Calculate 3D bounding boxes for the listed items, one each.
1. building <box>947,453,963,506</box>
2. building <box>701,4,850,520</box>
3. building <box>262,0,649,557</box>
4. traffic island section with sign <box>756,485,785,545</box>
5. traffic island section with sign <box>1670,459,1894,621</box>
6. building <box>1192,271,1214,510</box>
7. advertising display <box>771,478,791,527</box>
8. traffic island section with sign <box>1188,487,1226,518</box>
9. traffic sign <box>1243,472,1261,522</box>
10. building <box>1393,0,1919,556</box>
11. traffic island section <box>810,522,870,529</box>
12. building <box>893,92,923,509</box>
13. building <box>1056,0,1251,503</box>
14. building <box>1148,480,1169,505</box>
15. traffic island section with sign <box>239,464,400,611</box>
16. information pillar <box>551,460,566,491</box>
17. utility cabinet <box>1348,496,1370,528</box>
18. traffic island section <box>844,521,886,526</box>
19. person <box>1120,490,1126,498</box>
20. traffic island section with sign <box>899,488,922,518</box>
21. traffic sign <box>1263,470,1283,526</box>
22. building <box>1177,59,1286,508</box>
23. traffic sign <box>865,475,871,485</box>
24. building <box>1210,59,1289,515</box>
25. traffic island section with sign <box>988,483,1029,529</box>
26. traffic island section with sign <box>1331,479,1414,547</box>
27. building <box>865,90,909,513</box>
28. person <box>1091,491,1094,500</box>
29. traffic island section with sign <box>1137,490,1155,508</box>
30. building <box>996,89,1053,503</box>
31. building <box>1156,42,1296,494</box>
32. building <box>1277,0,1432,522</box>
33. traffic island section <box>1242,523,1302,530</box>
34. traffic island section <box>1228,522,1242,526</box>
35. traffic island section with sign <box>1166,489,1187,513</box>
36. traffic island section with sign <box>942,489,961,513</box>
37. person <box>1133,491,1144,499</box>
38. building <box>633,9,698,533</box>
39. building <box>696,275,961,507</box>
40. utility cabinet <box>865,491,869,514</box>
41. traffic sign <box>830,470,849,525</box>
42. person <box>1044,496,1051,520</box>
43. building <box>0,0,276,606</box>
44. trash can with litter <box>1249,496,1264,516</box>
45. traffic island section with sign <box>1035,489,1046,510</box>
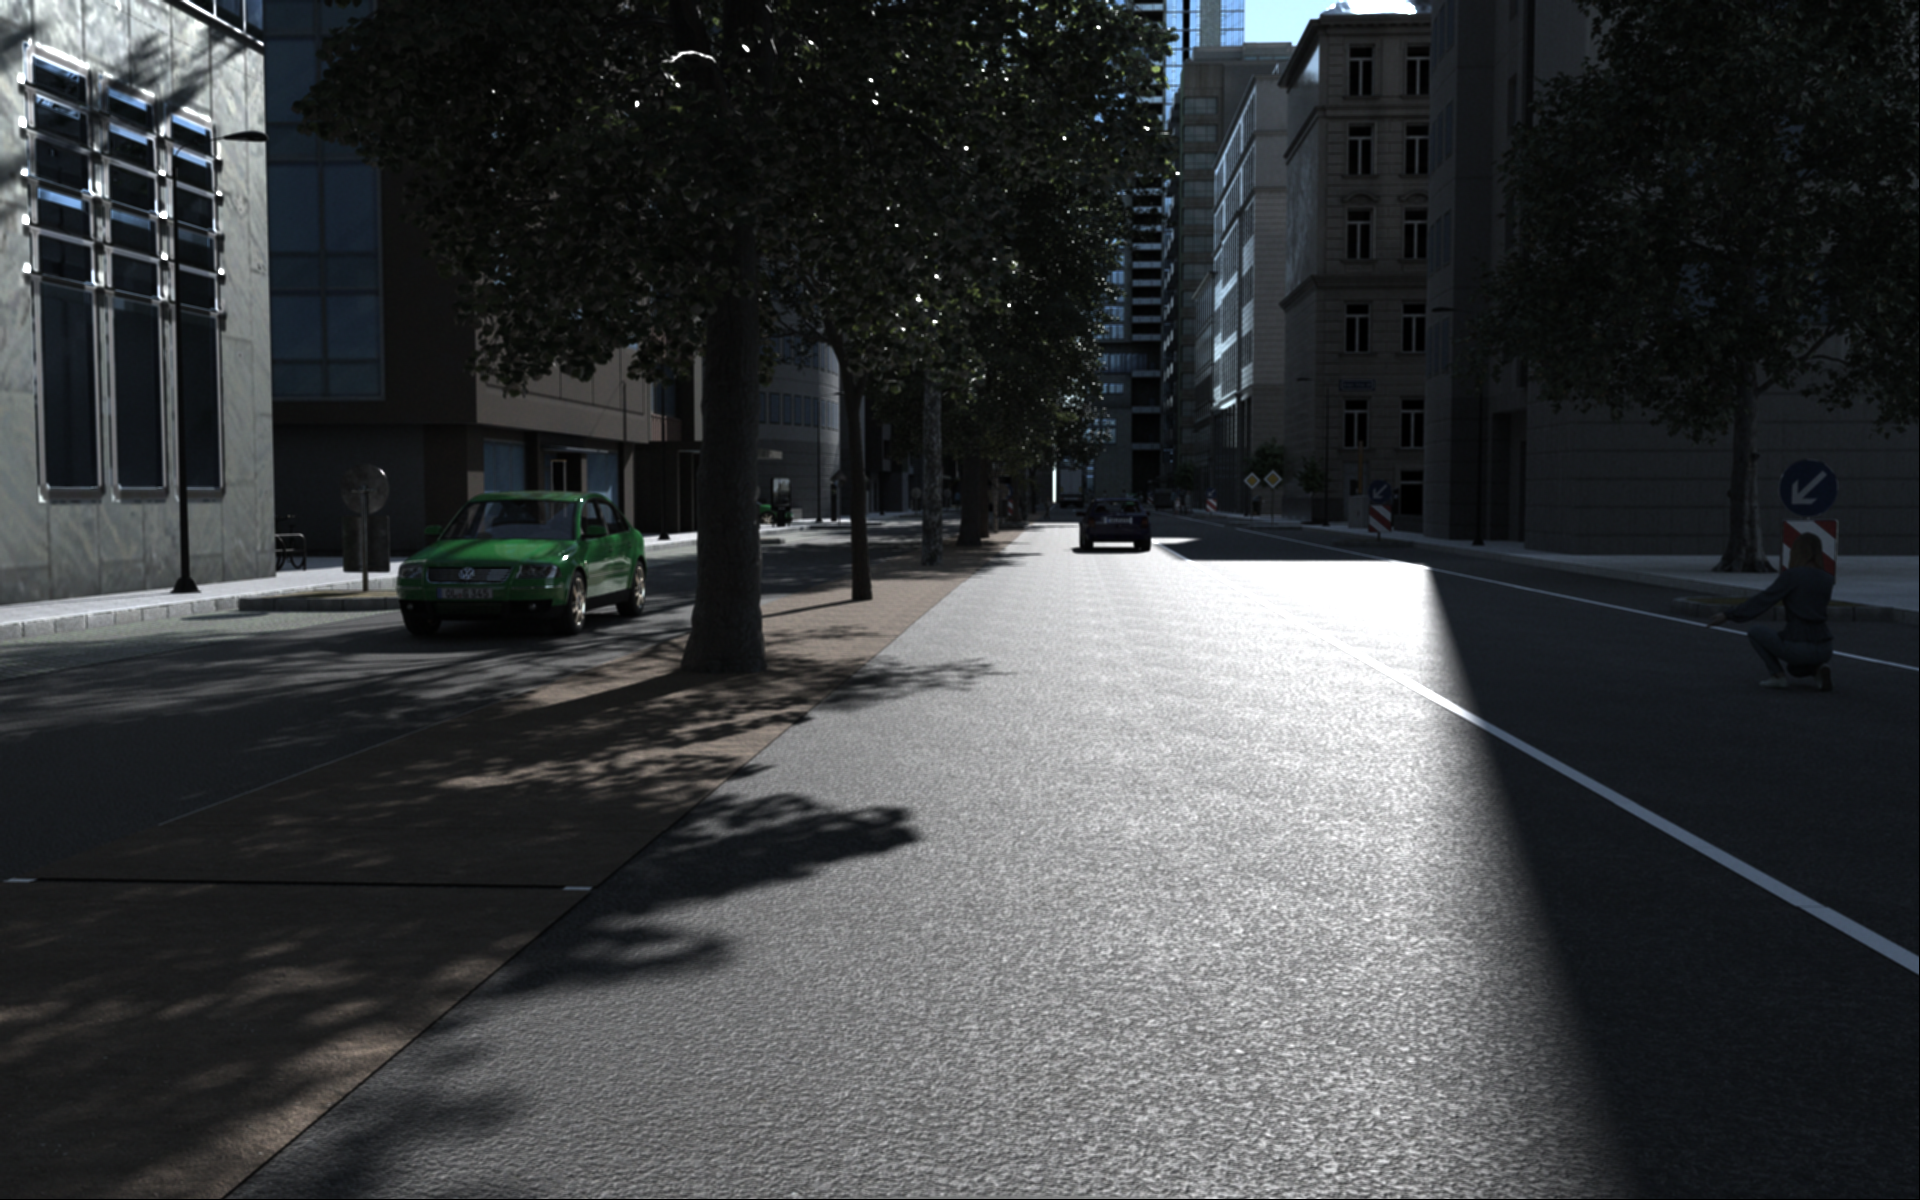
[{"bbox_3d":[-6.337,-25.637,190.859,14.160,30.474,14.107,0,4,4],"label":"building"},{"bbox_3d":[-17.225,-33.654,92.237,21.231,58.520,28.212,0,4,4],"label":"building"},{"bbox_3d":[-16.088,-23.899,40.857,14.600,45.320,14.200,0,4,4],"label":"building"},{"bbox_3d":[-6.057,-2.499,49.486,1.989,1.847,2.006,0,4,4],"label":"traffic island section with sign"},{"bbox_3d":[9.584,-0.725,20.478,1.989,1.847,2.006,0,4,4],"label":"traffic island section with sign"},{"bbox_3d":[24.718,-18.003,143.500,9.793,20.994,18.267,0,4,4],"label":"building"},{"bbox_3d":[-7.046,-3.848,68.129,0.123,1.923,0.974,3,5,40],"label":"advertising display"},{"bbox_3d":[14.756,-5.764,102.862,1.989,1.847,2.006,0,4,4],"label":"traffic island section with sign"},{"bbox_3d":[13.183,-4.562,78.236,0.795,2.450,0.064,0,4,4],"label":"traffic sign"},{"bbox_3d":[24.247,-30.941,47.885,21.231,58.520,28.212,0,4,4],"label":"building"},{"bbox_3d":[-5.000,-3.008,71.456,2.009,0.180,2.903,0,4,4],"label":"traffic island section"},{"bbox_3d":[-10.120,-28.134,143.581,14.154,41.232,14.086,0,4,4],"label":"building"},{"bbox_3d":[29.404,-57.128,246.716,31.000,86.520,22.319,0,4,4],"label":"building"},{"bbox_3d":[39.953,-32.039,215.726,32.217,40.220,23.993,0,4,4],"label":"building"},{"bbox_3d":[-7.769,-0.820,22.039,1.989,1.847,2.006,0,4,4],"label":"traffic island section with sign"},{"bbox_3d":[-8.641,-2.008,37.325,0.304,2.012,0.304,-1,4,-9],"label":"information pillar"},{"bbox_3d":[14.969,-3.294,65.021,0.306,1.237,1.020,-1,4,-21],"label":"utility cabinet"},{"bbox_3d":[-4.500,-3.495,79.425,2.009,0.180,2.903,0,4,4],"label":"traffic island section"},{"bbox_3d":[13.216,-8.029,140.049,0.678,1.792,0.850,3,5,42],"label":"person"},{"bbox_3d":[-2.606,-5.859,104.422,1.989,1.847,2.006,0,4,4],"label":"traffic island section with sign"},{"bbox_3d":[12.682,-4.075,70.267,0.795,2.450,0.064,0,4,4],"label":"traffic sign"},{"bbox_3d":[28.027,-29.559,166.889,14.154,41.232,14.086,0,4,4],"label":"building"},{"bbox_3d":[-4.476,-4.631,79.362,0.795,2.450,0.064,0,4,4],"label":"traffic sign"},{"bbox_3d":[24.108,-20.902,119.233,11.434,29.767,29.804,0,4,4],"label":"building"},{"bbox_3d":[2.128,-4.314,78.666,2.006,1.907,1.989,0,4,4],"label":"traffic island section with sign"},{"bbox_3d":[11.281,-2.381,47.559,1.989,1.847,2.006,0,4,4],"label":"traffic island section with sign"},{"bbox_3d":[-11.280,-21.418,121.883,14.160,30.474,14.107,0,4,4],"label":"building"},{"bbox_3d":[15.750,-12.105,206.396,0.705,1.826,1.348,0,4,-5],"label":"person"},{"bbox_3d":[19.594,-10.473,179.867,1.989,1.847,2.006,0,4,4],"label":"traffic island section with sign"},{"bbox_3d":[-0.667,-43.169,247.819,28.212,58.520,21.231,0,4,4],"label":"building"},{"bbox_3d":[33.890,-34.798,188.557,23.786,49.044,30.456,0,4,4],"label":"building"},{"bbox_3d":[28.508,-17.476,82.989,25.104,27.353,12.463,0,4,4],"label":"building"},{"bbox_3d":[12.706,-2.940,70.342,2.009,0.180,2.903,0,4,4],"label":"traffic island section"},{"bbox_3d":[13.207,-3.427,78.312,2.009,0.180,2.903,0,4,4],"label":"traffic island section"},{"bbox_3d":[16.450,-7.409,129.764,1.989,1.847,2.006,0,4,4],"label":"traffic island section with sign"},{"bbox_3d":[-0.910,-7.504,131.324,1.989,1.847,2.006,0,4,4],"label":"traffic island section with sign"},{"bbox_3d":[16.628,-9.289,161.191,1.217,1.723,0.721,-1,4,-14],"label":"person"},{"bbox_3d":[-22.311,-24.763,59.504,28.867,44.769,22.147,0,4,4],"label":"building"},{"bbox_3d":[-11.437,-31.456,168.929,22.147,44.769,28.867,0,4,4],"label":"building"},{"bbox_3d":[-6.278,-6.104,108.475,1.173,1.500,0.318,2,4,27],"label":"utility cabinet"},{"bbox_3d":[-4.976,-4.144,71.393,0.795,2.450,0.064,0,4,4],"label":"traffic sign"},{"bbox_3d":[4.956,-5.190,97.626,0.475,1.303,0.640,-3,5,-41],"label":"person"},{"bbox_3d":[-20.692,-42.606,9.285,22.319,86.520,31.000,0,4,4],"label":"building"},{"bbox_3d":[17.423,-5.531,101.823,0.624,1.170,1.055,2,4,30],"label":"trash can with litter"},{"bbox_3d":[6.830,-8.900,153.657,2.006,1.907,1.989,0,4,4],"label":"traffic island section with sign"}]
